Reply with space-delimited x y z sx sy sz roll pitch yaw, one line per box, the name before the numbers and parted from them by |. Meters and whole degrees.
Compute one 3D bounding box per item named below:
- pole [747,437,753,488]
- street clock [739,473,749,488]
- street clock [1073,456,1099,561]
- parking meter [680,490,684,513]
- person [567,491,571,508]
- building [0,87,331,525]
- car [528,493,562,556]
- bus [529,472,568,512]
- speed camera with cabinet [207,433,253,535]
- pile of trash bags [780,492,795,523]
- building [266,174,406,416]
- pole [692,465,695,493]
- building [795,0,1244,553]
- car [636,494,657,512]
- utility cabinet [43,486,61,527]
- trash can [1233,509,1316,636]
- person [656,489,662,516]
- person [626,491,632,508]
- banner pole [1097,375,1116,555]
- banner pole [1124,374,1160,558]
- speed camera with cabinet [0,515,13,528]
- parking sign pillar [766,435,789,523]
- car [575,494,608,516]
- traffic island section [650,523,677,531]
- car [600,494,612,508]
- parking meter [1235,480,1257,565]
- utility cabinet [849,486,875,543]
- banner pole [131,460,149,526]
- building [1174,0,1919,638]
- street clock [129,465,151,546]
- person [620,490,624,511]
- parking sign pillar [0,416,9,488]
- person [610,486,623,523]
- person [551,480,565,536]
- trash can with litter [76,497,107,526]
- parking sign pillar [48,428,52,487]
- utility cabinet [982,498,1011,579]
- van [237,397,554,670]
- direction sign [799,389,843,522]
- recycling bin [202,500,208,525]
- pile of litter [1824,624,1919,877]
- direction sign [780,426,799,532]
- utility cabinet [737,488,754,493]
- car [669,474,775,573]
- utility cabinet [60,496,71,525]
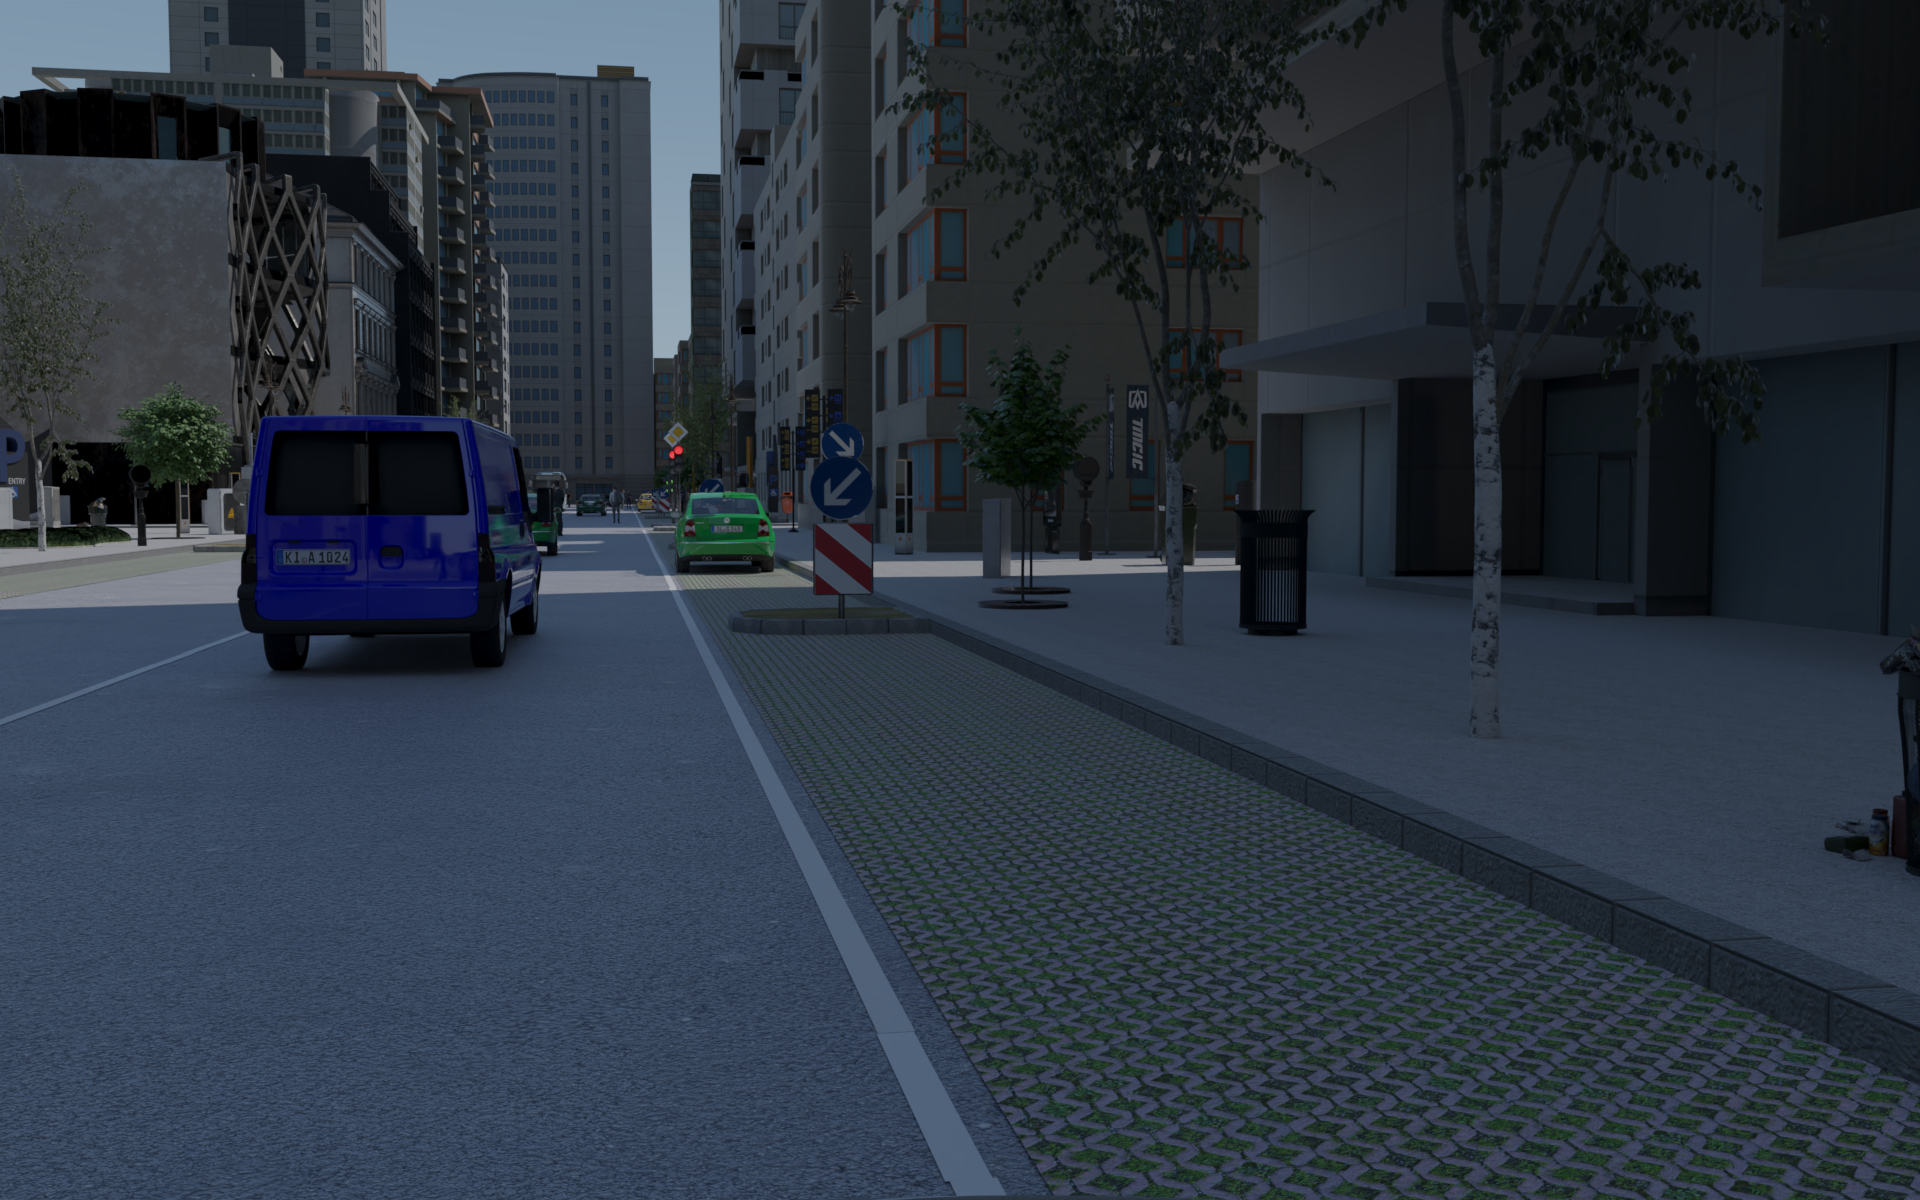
pole | -7.493 -4.153 61.746 0.158 3.312 0.155 0 3 0
street clock | -7.475 -3.396 60.089 0.358 2.002 0.471 1 4 10
street clock | 2.420 -1.758 33.307 0.471 2.002 0.358 -2 4 -26
parking meter | -19.343 -6.828 120.050 0.372 1.533 0.369 0 3 0
person | -41.134 -10.549 181.801 0.721 1.723 1.217 -2 4 -35
building | -38.457 -13.024 80.393 16.820 18.784 16.811 -1 4 -11
car | -10.541 -1.999 41.473 1.959 1.807 4.718 -1 4 -13
bus | -33.403 -8.940 141.024 2.948 3.499 13.247 -1 4 -12
speed camera with cabinet | -23.044 -3.732 55.352 0.660 3.252 2.038 2 4 25
pile of trash bags | -8.968 -4.038 75.769 3.447 1.369 1.912 0 4 -6
building | -39.982 -14.663 104.364 10.561 19.102 19.286 -1 4 -11
pole | -18.347 -7.680 119.404 0.158 3.312 0.155 0 3 0
building | 10.111 -12.783 54.036 27.650 21.520 28.899 -1 4 -11
car | -24.966 -7.862 138.767 2.015 1.641 3.980 -1 4 -11
utility cabinet | -26.070 -2.508 49.680 0.318 1.500 1.173 -1 4 -18
trash can | 2.865 -0.255 15.831 0.748 1.137 0.748 0 3 0
person | -18.595 -6.018 107.468 0.480 1.755 0.524 0 4 3
person | -32.856 -9.983 172.166 0.568 1.767 0.683 2 4 27
banner pole | 3.130 -2.826 36.221 0.401 3.779 0.863 0 4 -7
banner pole | 3.735 -2.748 34.940 0.863 3.779 0.401 -1 4 -8
speed camera with cabinet | -25.954 -3.133 45.566 2.038 3.252 0.660 1 4 18
parking sign pillar | -8.426 -5.468 77.867 1.447 3.967 1.447 -1 4 -10
car | -24.071 -6.200 113.161 2.131 1.459 4.920 -1 4 -9
traffic island section | -12.443 -3.246 75.353 2.009 0.180 2.903 -1 4 -11
car | -37.614 -10.591 182.952 2.009 1.686 4.222 -1 4 -12
parking meter | 5.177 -1.404 31.374 0.372 1.533 0.369 0 3 0
utility cabinet | -2.578 -2.236 45.233 0.318 1.500 1.173 -2 4 -25
banner pole | -33.520 -4.939 70.776 0.401 3.779 0.863 2 4 27
building | 18.208 -26.215 17.847 28.713 52.752 27.495 -1 4 -11
street clock | -20.152 -2.327 42.618 0.471 2.002 0.358 -2 4 -34
person | -28.090 -8.265 143.974 0.444 1.785 0.601 1 4 17
parking sign pillar | -28.514 -3.874 51.804 1.447 3.967 1.447 1 4 12
person | -16.948 -4.701 85.468 0.679 1.850 0.850 -1 4 -20
person | -13.764 -3.130 59.044 0.474 1.900 0.648 0 4 -2
trash can with litter | -29.942 -2.950 59.617 1.055 1.170 0.624 0 4 -7
parking sign pillar | -37.692 -5.014 70.445 1.447 3.967 1.447 -3 5 -40
utility cabinet | 0.565 -0.954 26.759 0.306 1.237 1.020 1 4 10
van | -4.978 -0.701 15.849 2.240 2.365 5.245 -1 4 -9
direction sign | -2.935 -2.778 37.421 0.876 3.537 0.379 1 4 18
recycling bin | -31.241 -3.659 72.385 0.722 1.027 0.722 -2 4 -32
pile of litter | 3.620 0.497 5.847 1.176 0.858 1.719 1 4 16
direction sign | -5.591 -4.038 58.022 0.876 3.537 0.379 1 4 11
utility cabinet | -7.349 -3.091 59.221 0.318 1.500 1.173 0 4 7
car | -4.510 -1.469 32.816 1.959 1.807 4.718 -1 4 -10
utility cabinet | -37.597 -3.723 72.033 1.020 1.237 0.306 -2 4 -34
